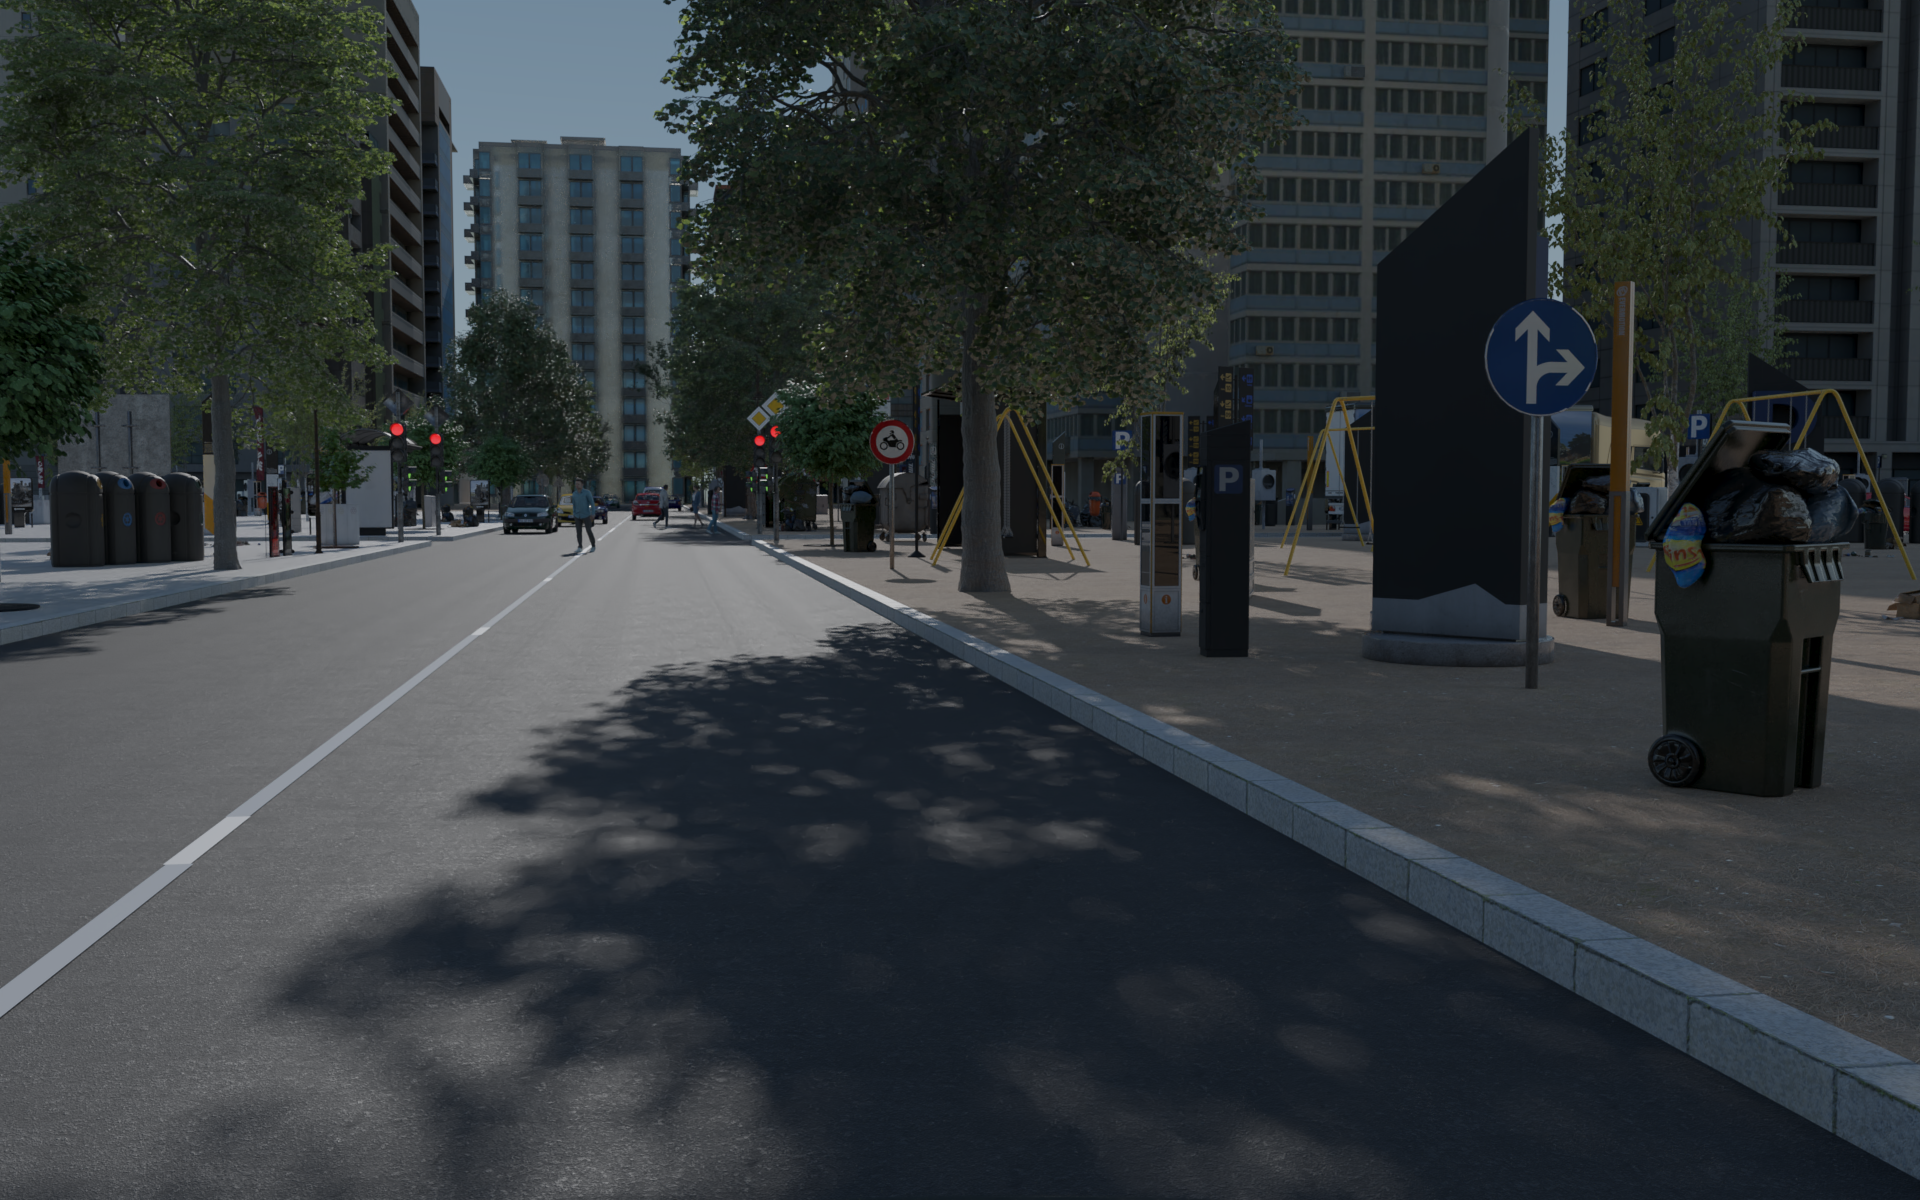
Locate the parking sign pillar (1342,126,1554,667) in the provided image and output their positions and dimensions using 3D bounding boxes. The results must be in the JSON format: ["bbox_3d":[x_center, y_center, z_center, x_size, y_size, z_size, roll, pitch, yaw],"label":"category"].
[{"bbox_3d":[3.880,-1.525,13.413,1.447,3.967,1.447,-3,5,-43],"label":"parking sign pillar"}]

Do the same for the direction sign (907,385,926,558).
[{"bbox_3d":[-0.879,-2.632,35.028,0.379,3.537,0.876,0,4,6],"label":"direction sign"}]

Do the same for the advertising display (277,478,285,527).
[{"bbox_3d":[-26.658,-3.843,68.049,0.123,1.923,0.974,-2,4,-31],"label":"advertising display"}]

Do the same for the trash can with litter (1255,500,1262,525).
[{"bbox_3d":[11.960,-3.631,70.749,0.624,1.170,1.055,3,4,38],"label":"trash can with litter"}]

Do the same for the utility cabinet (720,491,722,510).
[{"bbox_3d":[-17.366,-7.239,127.039,0.318,1.500,1.173,2,4,24],"label":"utility cabinet"}]

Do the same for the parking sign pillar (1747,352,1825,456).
[{"bbox_3d":[15.572,-2.706,32.721,1.447,3.967,1.447,1,4,15],"label":"parking sign pillar"}]

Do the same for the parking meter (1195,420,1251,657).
[{"bbox_3d":[2.073,-0.487,13.675,0.399,1.863,0.255,0,4,-4],"label":"parking meter"}]

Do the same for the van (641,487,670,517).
[{"bbox_3d":[-19.686,-6.395,111.570,2.013,2.044,4.112,-1,4,-9],"label":"van"}]

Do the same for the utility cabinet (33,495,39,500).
[{"bbox_3d":[-58.584,-6.003,109.308,0.306,1.237,1.020,1,4,20],"label":"utility cabinet"}]

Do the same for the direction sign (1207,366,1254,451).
[{"bbox_3d":[4.922,-2.384,30.970,0.876,3.537,0.379,-3,4,-37],"label":"direction sign"}]

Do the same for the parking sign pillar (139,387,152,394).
[{"bbox_3d":[-20.886,-3.353,43.298,1.447,3.967,1.447,3,4,36],"label":"parking sign pillar"}]

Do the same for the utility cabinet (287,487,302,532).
[{"bbox_3d":[-22.242,-3.009,57.872,0.318,1.500,1.173,-2,4,-28],"label":"utility cabinet"}]

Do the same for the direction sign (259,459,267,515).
[{"bbox_3d":[-42.378,-6.955,105.718,0.876,3.537,0.379,1,4,15],"label":"direction sign"}]

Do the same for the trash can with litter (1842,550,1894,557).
[{"bbox_3d":[17.928,-1.500,35.582,2.233,1.210,1.678,2,4,34],"label":"trash can with litter"}]

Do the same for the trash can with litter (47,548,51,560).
[{"bbox_3d":[-17.454,-1.368,33.754,1.055,1.170,0.624,2,4,33],"label":"trash can with litter"}]

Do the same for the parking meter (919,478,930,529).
[{"bbox_3d":[-1.320,-3.514,63.169,0.399,1.863,0.255,1,4,16],"label":"parking meter"}]

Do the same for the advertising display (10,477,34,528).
[{"bbox_3d":[-35.919,-3.725,66.114,0.974,1.923,0.123,-1,4,-14],"label":"advertising display"}]

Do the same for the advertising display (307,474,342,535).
[{"bbox_3d":[-20.044,-3.017,54.549,0.974,1.923,0.123,0,4,-3],"label":"advertising display"}]

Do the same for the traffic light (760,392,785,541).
[{"bbox_3d":[-5.078,-3.590,47.619,0.839,4.253,0.868,-1,4,-10],"label":"traffic light"}]

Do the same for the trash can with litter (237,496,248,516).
[{"bbox_3d":[-42.026,-5.509,101.463,0.624,1.170,1.055,-1,4,-21],"label":"trash can with litter"}]

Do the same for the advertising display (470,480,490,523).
[{"bbox_3d":[-21.559,-4.440,77.810,0.974,1.923,0.123,1,4,17],"label":"advertising display"}]

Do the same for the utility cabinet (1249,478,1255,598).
[{"bbox_3d":[3.490,-0.784,21.491,0.318,1.500,1.173,1,4,12],"label":"utility cabinet"}]

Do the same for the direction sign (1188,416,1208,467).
[{"bbox_3d":[7.042,-3.561,50.226,0.876,3.537,0.379,1,4,10],"label":"direction sign"}]

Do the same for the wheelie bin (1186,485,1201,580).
[{"bbox_3d":[3.855,-1.084,25.638,0.980,1.594,0.693,0,4,-6],"label":"wheelie bin"}]

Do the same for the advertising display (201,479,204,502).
[{"bbox_3d":[-32.357,-4.276,75.126,0.974,1.923,0.123,-1,4,-13],"label":"advertising display"}]

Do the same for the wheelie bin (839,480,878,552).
[{"bbox_3d":[-2.243,-1.860,38.320,0.693,1.594,0.980,-3,4,-38],"label":"wheelie bin"}]

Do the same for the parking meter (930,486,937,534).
[{"bbox_3d":[-0.780,-2.884,55.565,0.372,1.533,0.369,0,3,0],"label":"parking meter"}]

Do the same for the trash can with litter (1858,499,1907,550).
[{"bbox_3d":[21.419,-1.765,40.240,1.055,1.170,0.624,-1,4,-20],"label":"trash can with litter"}]

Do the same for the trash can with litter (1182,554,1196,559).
[{"bbox_3d":[4.884,-1.432,34.467,2.233,1.210,1.678,-1,4,-12],"label":"trash can with litter"}]

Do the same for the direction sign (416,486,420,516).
[{"bbox_3d":[-32.499,-6.822,103.532,0.876,3.537,0.379,1,4,22],"label":"direction sign"}]

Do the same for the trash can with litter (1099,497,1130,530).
[{"bbox_3d":[5.569,-3.108,62.204,1.055,1.170,0.624,0,4,-6],"label":"trash can with litter"}]

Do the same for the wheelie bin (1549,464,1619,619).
[{"bbox_3d":[6.619,-0.614,17.952,0.980,1.594,0.693,0,4,-8],"label":"wheelie bin"}]

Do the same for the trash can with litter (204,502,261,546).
[{"bbox_3d":[-18.289,-1.954,43.013,1.678,1.210,2.233,-1,4,-13],"label":"trash can with litter"}]

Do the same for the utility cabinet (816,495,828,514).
[{"bbox_3d":[-8.894,-6.028,109.721,1.020,1.237,0.306,-1,4,-23],"label":"utility cabinet"}]

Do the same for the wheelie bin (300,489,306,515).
[{"bbox_3d":[-41.222,-6.164,108.693,0.693,1.594,0.980,-1,4,-19],"label":"wheelie bin"}]

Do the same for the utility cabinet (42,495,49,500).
[{"bbox_3d":[-47.602,-4.835,90.209,0.306,1.237,1.020,-2,4,-34],"label":"utility cabinet"}]

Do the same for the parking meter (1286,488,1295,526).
[{"bbox_3d":[13.497,-3.812,70.741,0.372,1.533,0.369,0,3,0],"label":"parking meter"}]

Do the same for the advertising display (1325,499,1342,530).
[{"bbox_3d":[13.349,-3.470,61.949,0.123,1.923,0.974,3,5,42],"label":"advertising display"}]

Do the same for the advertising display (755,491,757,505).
[{"bbox_3d":[-12.969,-6.401,109.873,0.974,1.923,0.123,2,4,34],"label":"advertising display"}]

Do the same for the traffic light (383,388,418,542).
[{"bbox_3d":[-14.841,-3.486,45.912,0.839,4.253,0.868,-1,4,-10],"label":"traffic light"}]

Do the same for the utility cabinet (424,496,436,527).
[{"bbox_3d":[-20.726,-3.466,67.832,0.306,1.237,1.020,0,4,-6],"label":"utility cabinet"}]

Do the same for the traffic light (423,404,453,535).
[{"bbox_3d":[-16.209,-3.967,53.780,0.839,4.253,0.868,-1,4,-10],"label":"traffic light"}]

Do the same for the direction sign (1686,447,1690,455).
[{"bbox_3d":[34.999,-5.588,83.354,0.379,3.537,0.876,1,4,15],"label":"direction sign"}]

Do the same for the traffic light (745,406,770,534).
[{"bbox_3d":[-6.446,-4.071,55.487,0.839,4.253,0.868,-1,4,-10],"label":"traffic light"}]

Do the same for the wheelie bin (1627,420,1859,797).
[{"bbox_3d":[3.485,0.018,7.610,0.980,1.594,0.693,-3,5,-42],"label":"wheelie bin"}]

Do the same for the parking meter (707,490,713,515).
[{"bbox_3d":[-15.528,-6.078,107.782,0.372,1.533,0.369,0,3,0],"label":"parking meter"}]
